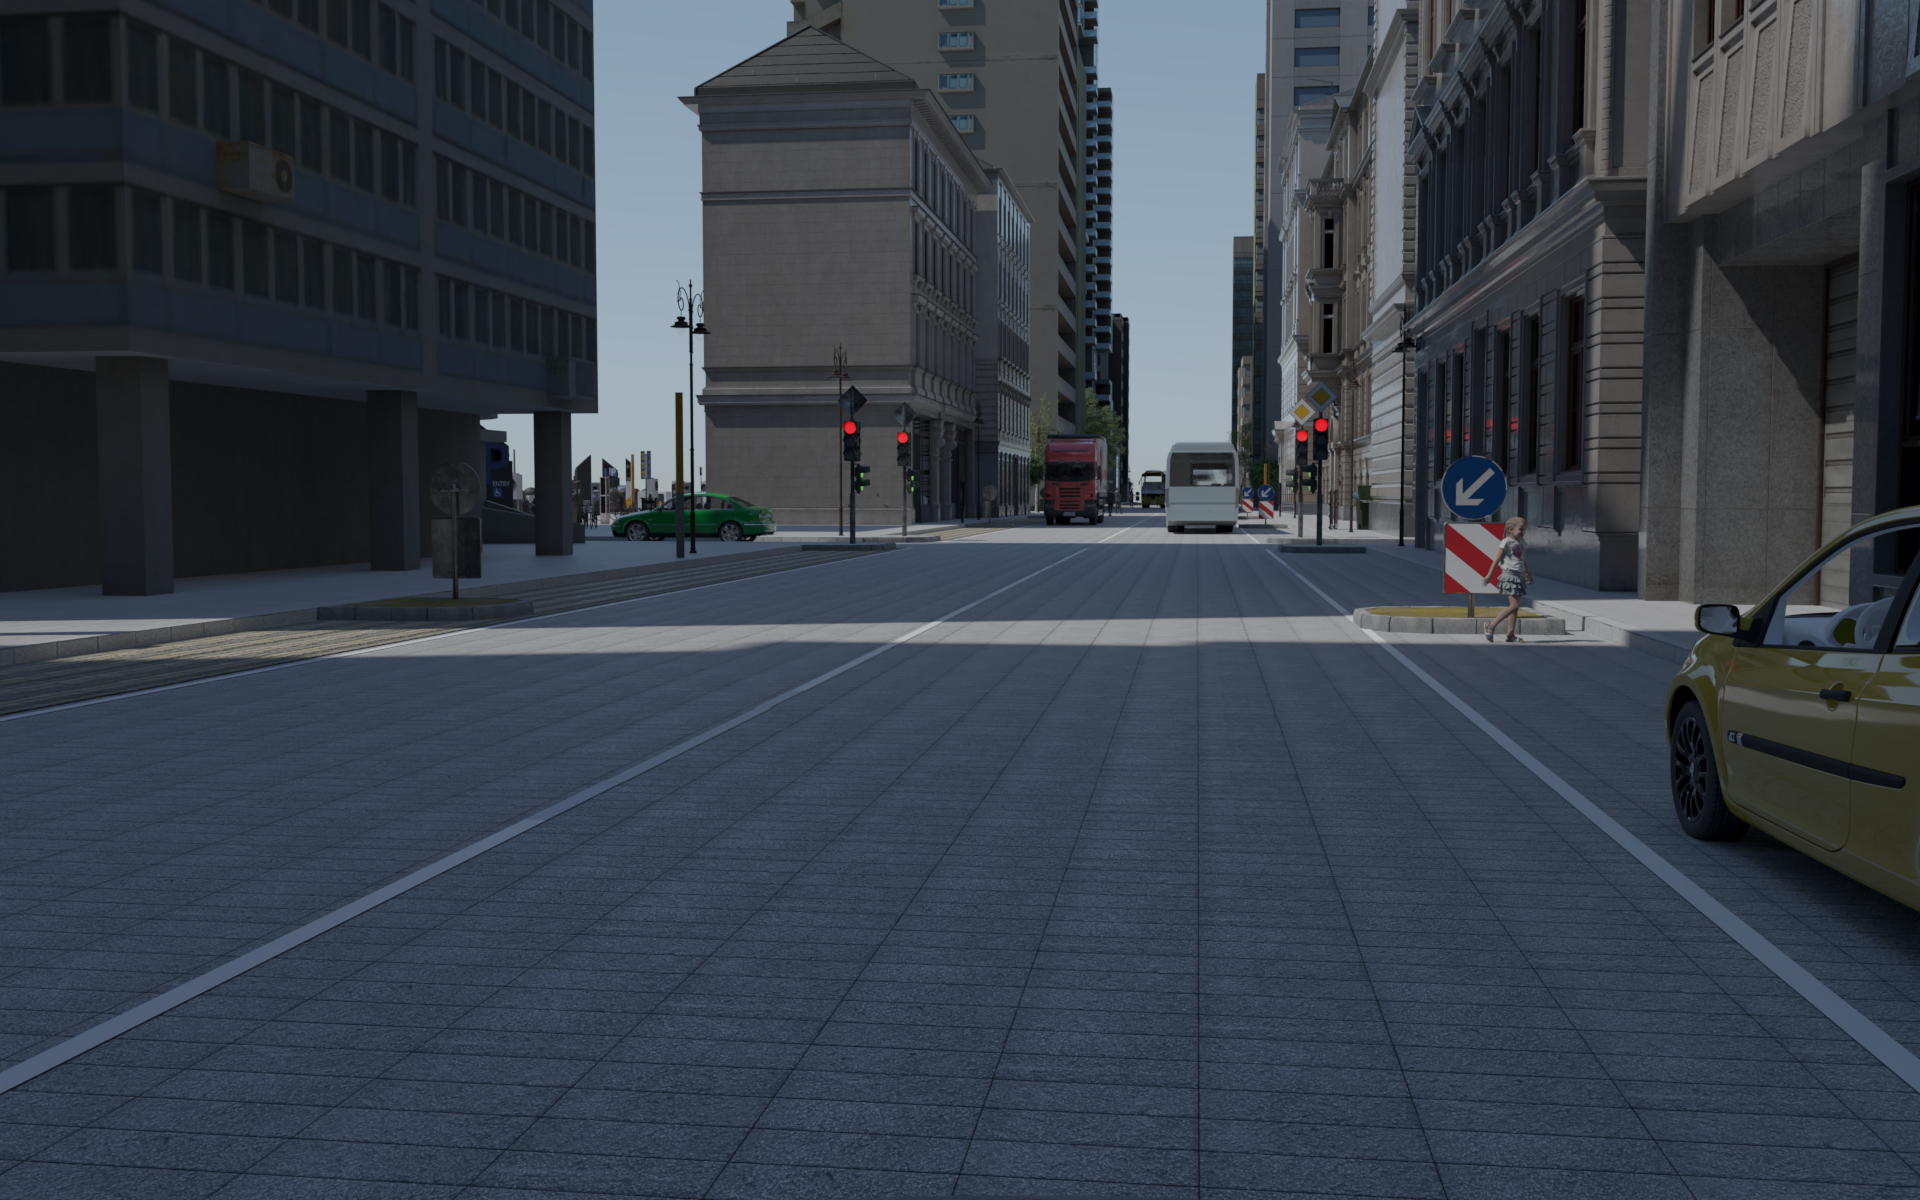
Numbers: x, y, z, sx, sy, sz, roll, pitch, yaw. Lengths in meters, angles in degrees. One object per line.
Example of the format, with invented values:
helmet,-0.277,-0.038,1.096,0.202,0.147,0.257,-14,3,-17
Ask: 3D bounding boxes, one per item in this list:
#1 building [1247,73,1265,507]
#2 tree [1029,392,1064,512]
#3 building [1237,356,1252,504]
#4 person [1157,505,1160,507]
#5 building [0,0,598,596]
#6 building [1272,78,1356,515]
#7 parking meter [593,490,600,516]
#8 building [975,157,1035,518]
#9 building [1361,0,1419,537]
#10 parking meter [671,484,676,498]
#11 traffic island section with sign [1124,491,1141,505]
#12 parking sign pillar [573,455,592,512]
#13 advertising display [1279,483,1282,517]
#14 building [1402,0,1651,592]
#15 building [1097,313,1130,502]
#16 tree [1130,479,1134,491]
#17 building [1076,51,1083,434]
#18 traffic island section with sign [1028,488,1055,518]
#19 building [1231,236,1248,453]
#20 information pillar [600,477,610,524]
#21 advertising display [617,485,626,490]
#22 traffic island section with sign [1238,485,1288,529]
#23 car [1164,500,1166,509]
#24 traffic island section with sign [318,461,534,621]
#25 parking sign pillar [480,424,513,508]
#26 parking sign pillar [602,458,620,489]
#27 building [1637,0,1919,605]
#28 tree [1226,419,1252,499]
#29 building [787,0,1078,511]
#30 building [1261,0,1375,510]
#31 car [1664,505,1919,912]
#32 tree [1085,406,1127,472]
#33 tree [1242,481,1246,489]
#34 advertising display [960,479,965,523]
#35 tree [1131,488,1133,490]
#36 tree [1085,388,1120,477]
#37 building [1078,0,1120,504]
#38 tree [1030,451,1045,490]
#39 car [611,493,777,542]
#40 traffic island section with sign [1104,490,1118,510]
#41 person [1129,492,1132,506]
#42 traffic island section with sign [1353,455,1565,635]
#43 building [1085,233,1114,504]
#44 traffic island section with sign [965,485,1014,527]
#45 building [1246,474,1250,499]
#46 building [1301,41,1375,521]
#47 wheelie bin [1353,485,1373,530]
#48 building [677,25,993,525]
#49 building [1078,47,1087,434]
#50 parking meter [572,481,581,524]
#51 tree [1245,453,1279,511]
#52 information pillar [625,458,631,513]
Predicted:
building,35.996,-29.810,170.982,14.154,41.232,14.086,0,4,8
tree,5.525,-10.698,125.268,4.737,8.622,4.395,0,3,0
building,51.033,-23.510,229.428,27.650,21.520,28.899,0,4,8
person,22.618,-11.495,197.153,1.217,1.736,0.721,0,4,-8
building,-20.055,-20.755,31.228,23.993,40.220,32.217,0,4,8
building,27.980,-20.075,114.136,13.634,28.700,20.117,0,4,8
parking meter,-21.474,-5.742,102.286,0.372,1.533,0.369,0,3,0
building,-1.334,-15.451,101.782,9.793,20.994,18.267,0,4,8
building,22.827,-13.769,54.008,19.941,23.489,11.050,0,4,8
parking meter,-16.250,-5.696,98.840,0.399,1.863,0.255,0,4,-3
traffic island section with sign,23.087,-13.746,233.368,1.989,1.847,2.006,0,4,8
parking sign pillar,-25.740,-7.927,118.081,1.447,3.967,1.447,2,4,35
advertising display,18.002,-5.634,97.333,0.123,1.923,0.974,1,4,12
building,14.639,-11.921,31.071,11.583,22.565,21.152,0,4,8
building,19.350,-30.656,272.930,14.160,30.474,14.107,0,4,8
tree,26.745,-18.275,282.505,4.285,4.588,4.351,0,3,0
building,3.513,-28.905,156.185,14.154,41.232,14.086,0,4,8
traffic island section with sign,5.061,-5.720,102.141,1.989,1.847,2.006,0,4,8
building,50.174,-36.157,274.768,14.154,41.232,14.086,0,4,8
information pillar,-15.210,-4.261,74.163,0.304,2.012,0.304,1,4,17
advertising display,-24.465,-7.393,126.085,0.974,1.923,0.123,0,4,5
traffic island section with sign,12.712,-3.921,72.738,1.989,1.847,2.006,0,4,8
car,14.739,-6.408,116.770,2.014,1.417,4.499,0,4,7
traffic island section with sign,-6.146,-0.717,20.357,1.989,1.847,2.006,0,4,8
parking sign pillar,-17.429,-4.672,64.853,1.447,3.967,1.447,-3,5,-42
parking sign pillar,-26.355,-8.706,130.820,1.447,3.967,1.447,-3,5,-43
building,12.866,-11.726,9.741,12.078,24.808,19.932,0,4,8
tree,34.550,-16.808,209.226,7.601,10.594,8.767,1,4,8
building,-1.971,-31.501,138.736,21.300,48.544,21.600,0,4,8
building,36.824,-37.128,149.035,21.231,58.520,28.212,0,4,8
car,3.745,0.261,5.949,2.015,1.641,3.980,0,4,6
tree,16.061,-16.982,203.405,9.928,11.665,9.643,0,3,0
tree,35.844,-13.475,214.909,1.663,3.219,1.824,0,3,0
advertising display,0.101,-4.366,76.597,0.123,1.923,0.974,0,4,-5
tree,27.876,-17.839,286.272,1.663,3.219,1.824,0,3,0
tree,13.087,-16.244,183.714,7.486,12.596,7.792,0,3,0
building,12.205,-57.276,249.129,22.319,86.520,31.000,0,4,8
tree,4.136,-8.012,114.711,4.285,4.588,4.351,0,3,0
car,-7.647,-2.495,49.592,4.718,1.807,1.959,1,4,8
traffic island section with sign,15.527,-10.379,178.322,1.989,1.847,2.006,0,4,8
person,20.659,-12.182,208.397,0.721,1.735,1.217,-2,4,-26
traffic island section with sign,5.295,-0.612,18.636,1.989,1.847,2.006,0,4,8
building,3.516,-32.547,224.029,32.217,40.220,23.993,0,4,8
traffic island section with sign,1.302,-4.042,74.719,1.989,1.847,2.006,0,4,8
building,41.972,-45.834,187.643,20.563,71.187,20.611,0,4,8
building,24.556,-16.349,86.394,14.460,24.649,34.723,0,4,8
wheelie bin,14.481,-3.303,61.908,0.980,1.594,0.693,0,4,-1
building,-6.204,-13.575,72.861,10.553,20.767,40.483,0,4,8
building,4.982,-31.804,170.108,14.600,45.320,14.200,0,4,8
parking meter,-16.554,-4.223,74.752,0.255,1.863,0.399,1,4,19
tree,23.887,-9.269,135.262,4.285,4.588,4.351,0,3,0
information pillar,-21.337,-7.363,111.747,0.504,3.616,0.183,0,4,1
